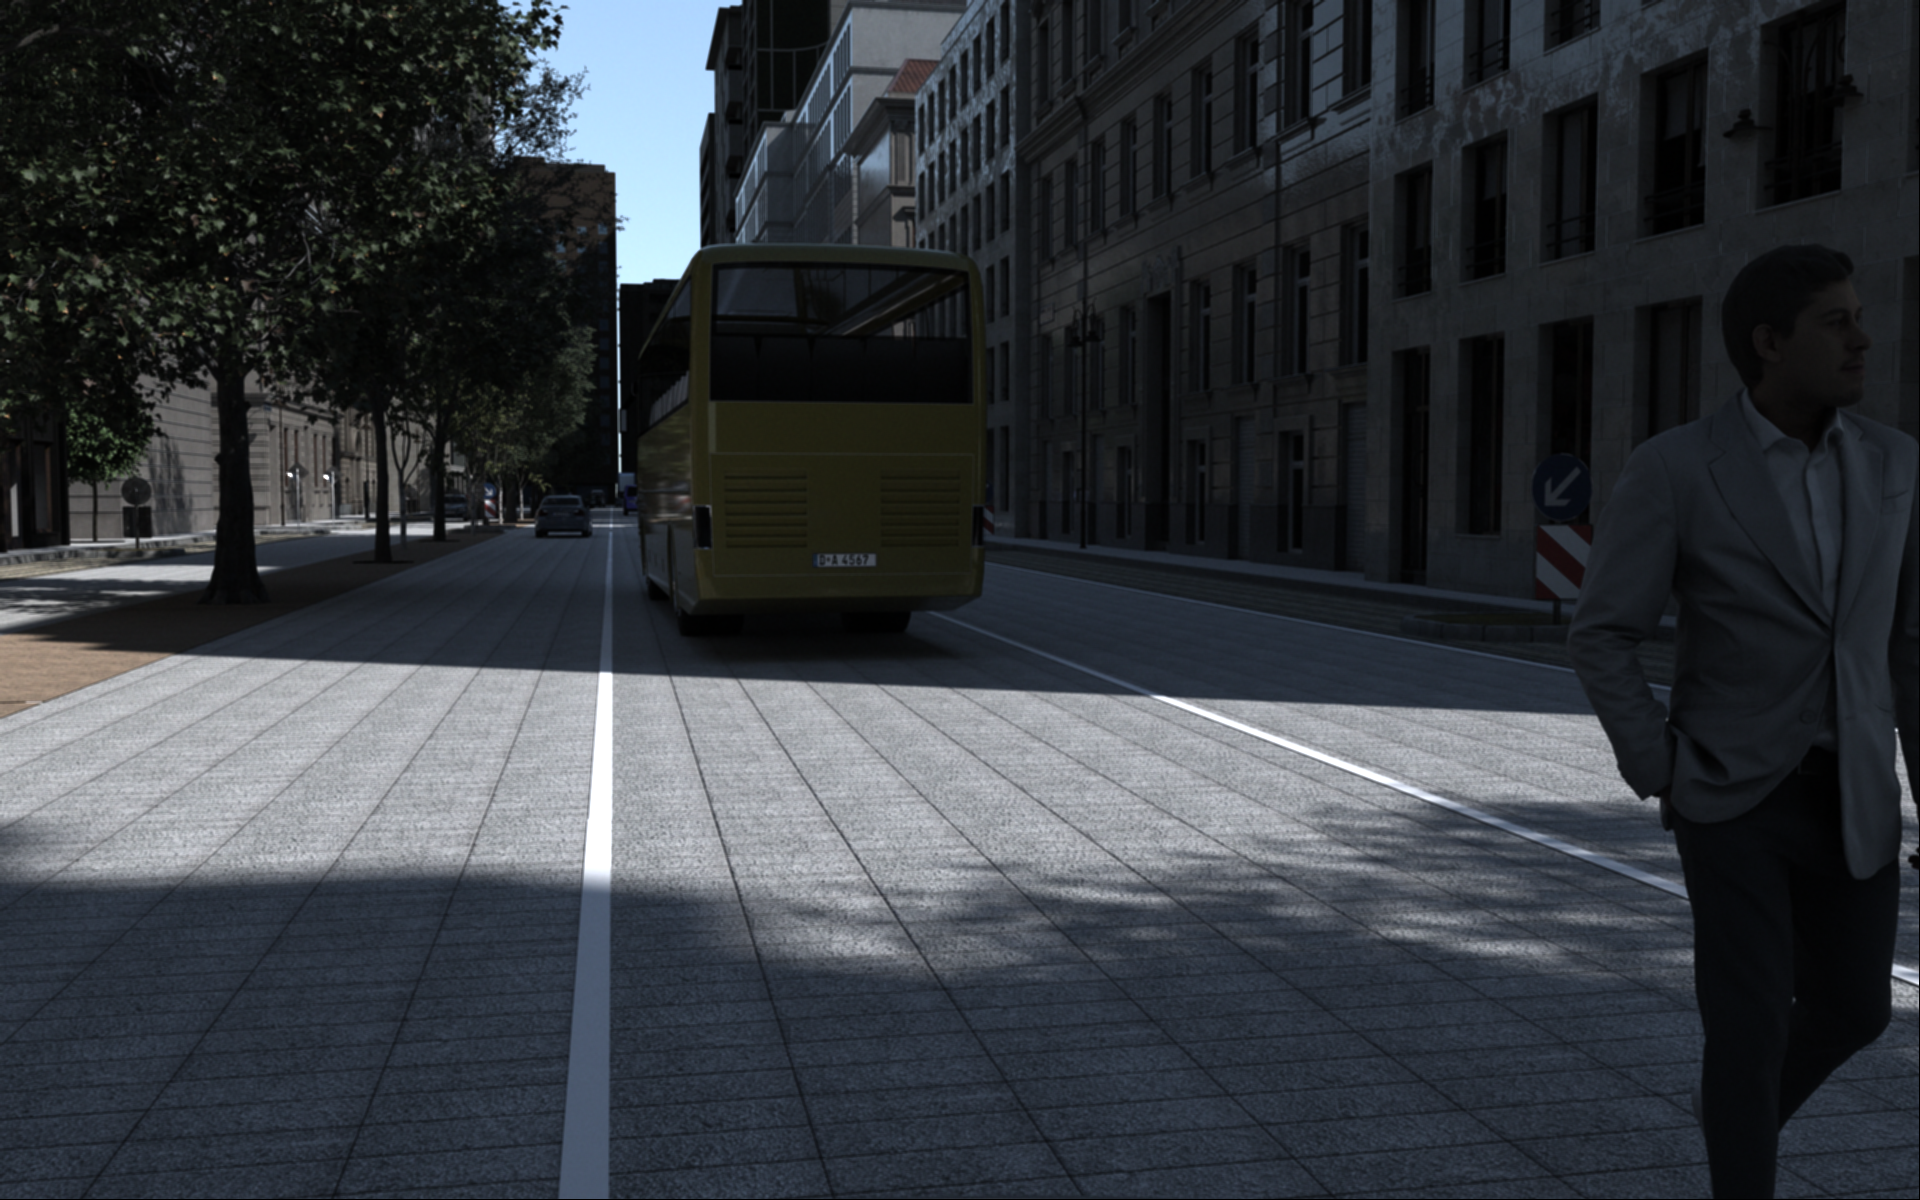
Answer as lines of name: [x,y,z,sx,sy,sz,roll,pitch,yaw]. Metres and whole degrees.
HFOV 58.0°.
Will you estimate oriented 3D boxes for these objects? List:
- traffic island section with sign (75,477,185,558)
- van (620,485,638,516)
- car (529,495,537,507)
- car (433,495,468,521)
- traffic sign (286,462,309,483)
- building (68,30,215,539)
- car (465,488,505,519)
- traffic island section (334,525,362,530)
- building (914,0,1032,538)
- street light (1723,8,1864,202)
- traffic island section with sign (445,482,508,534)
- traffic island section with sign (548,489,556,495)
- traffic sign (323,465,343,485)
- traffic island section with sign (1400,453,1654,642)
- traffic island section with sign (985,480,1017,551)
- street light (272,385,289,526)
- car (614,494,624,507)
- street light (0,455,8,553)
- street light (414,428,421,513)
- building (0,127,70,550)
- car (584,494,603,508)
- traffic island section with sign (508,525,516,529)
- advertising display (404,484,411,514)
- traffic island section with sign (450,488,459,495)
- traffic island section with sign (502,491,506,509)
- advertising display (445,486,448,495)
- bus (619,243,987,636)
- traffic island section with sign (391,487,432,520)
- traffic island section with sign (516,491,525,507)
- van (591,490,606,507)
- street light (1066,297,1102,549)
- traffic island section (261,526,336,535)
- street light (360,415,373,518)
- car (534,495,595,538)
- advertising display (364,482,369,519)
traffic island section with sign: [-18.955,-1.901,39.703,1.989,1.847,2.006,-1,4,-11]
van: [-21.746,-6.878,116.839,2.240,2.365,5.245,-1,4,-12]
car: [-45.734,-10.752,188.154,2.083,1.381,4.827,-1,4,-13]
car: [-27.120,-4.938,92.738,2.014,1.417,4.499,-1,4,-11]
traffic sign: [-23.750,-3.664,62.091,0.795,2.593,0.064,-1,4,-11]
building: [-36.423,-12.876,52.323,24.055,21.916,13.314,-1,4,-11]
car: [-27.981,-5.712,102.058,2.281,1.827,5.304,-1,4,-12]
traffic island section: [-25.342,-2.918,69.983,2.009,0.180,2.903,-1,4,-11]
building: [5.033,-12.493,59.009,10.420,20.320,16.860,-1,4,-11]
street light: [7.864,-2.666,16.378,0.468,5.910,1.993,-1,4,-11]
traffic island section with sign: [-17.807,-3.391,63.585,2.006,1.907,1.989,-1,4,-11]
traffic island section with sign: [-34.047,-8.342,144.524,2.006,1.907,1.989,-1,4,-11]
traffic sign: [-25.321,-4.143,69.920,0.795,2.593,0.064,-1,4,-11]
traffic island section with sign: [5.602,-0.548,17.594,1.989,1.847,2.006,-1,4,-11]
traffic island section with sign: [0.283,-2.171,44.122,1.989,1.847,2.006,-1,4,-11]
street light: [-27.311,-5.928,69.704,0.468,5.910,1.993,-1,4,-11]
car: [-37.282,-10.992,191.728,2.014,1.417,4.499,-1,4,-11]
street light: [-20.952,-3.973,37.745,0.468,5.910,1.993,-1,4,-11]
street light: [-37.316,-8.956,119.217,0.468,5.910,1.993,-1,4,-11]
building: [-26.662,-12.468,33.528,12.332,23.373,15.834,-1,4,-11]
car: [-38.807,-10.609,183.239,2.009,1.686,4.222,-1,4,-12]
traffic island section with sign: [-19.254,-3.836,70.850,2.006,1.907,1.989,-1,4,-11]
advertising display: [-35.568,-6.498,111.459,0.123,1.923,0.974,-3,4,-37]
traffic island section with sign: [-35.255,-6.872,120.981,1.989,1.847,2.006,-1,4,-11]
traffic island section with sign: [-45.057,-9.859,169.823,1.989,1.847,2.006,-1,4,-11]
advertising display: [-39.889,-7.915,134.628,0.123,1.923,0.974,-1,4,-20]
bus: [-2.354,-1.771,20.509,2.896,3.916,12.252,-1,4,-13]
traffic island section with sign: [-29.942,-5.255,94.552,1.989,1.847,2.006,-1,4,-11]
traffic island section with sign: [-50.363,-11.478,196.292,1.989,1.847,2.006,-1,4,-11]
van: [-39.477,-11.099,188.473,2.013,2.044,4.112,-1,4,-13]
street light: [2.901,-4.153,40.682,0.468,5.910,1.993,-1,4,-11]
traffic island section: [-23.771,-2.439,62.153,2.009,0.180,2.903,-1,4,-11]
street light: [-32.295,-7.435,94.353,0.468,5.910,1.993,-1,4,-11]
car: [-13.316,-2.829,58.254,2.014,1.417,4.499,-1,4,-10]
advertising display: [-30.666,-5.153,89.469,0.123,1.923,0.974,-1,4,-12]
